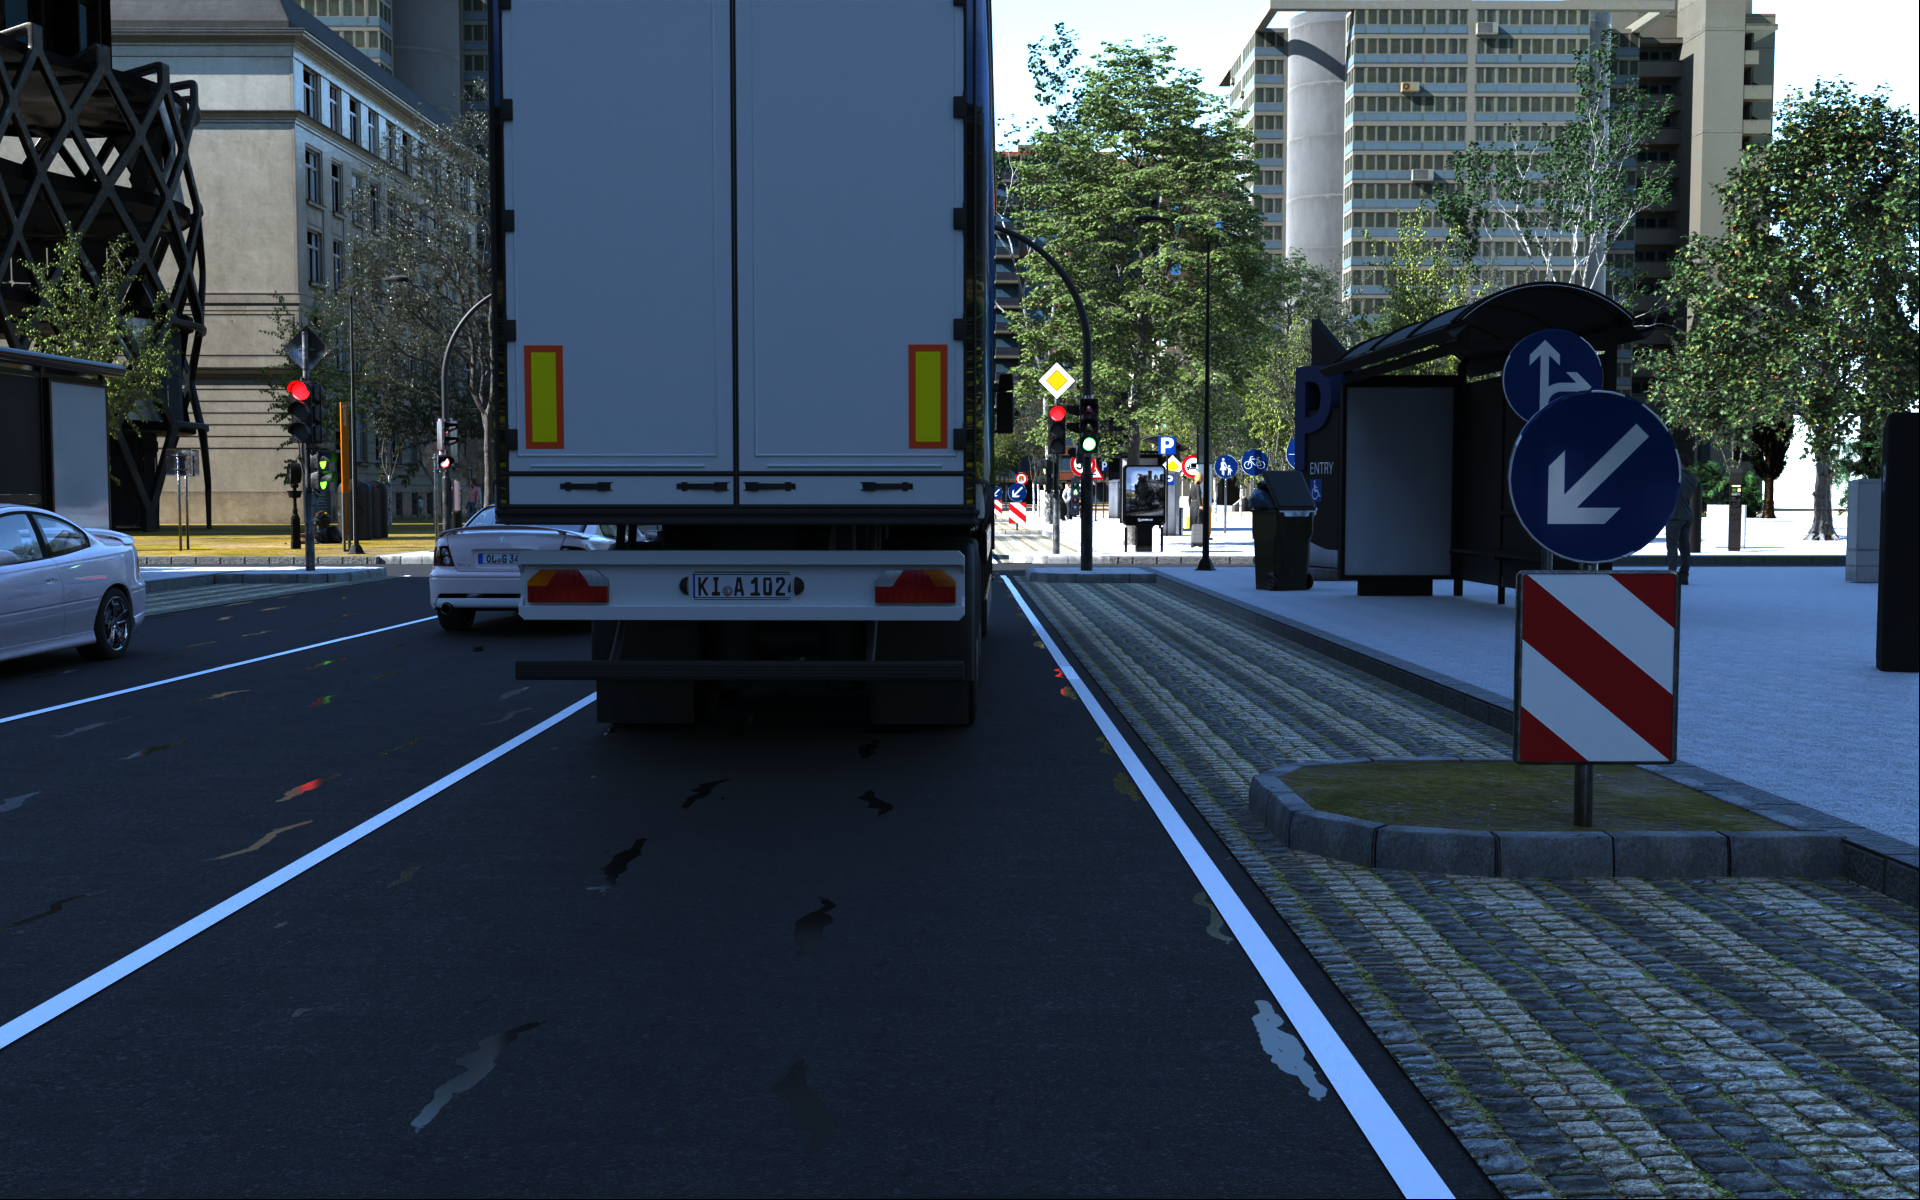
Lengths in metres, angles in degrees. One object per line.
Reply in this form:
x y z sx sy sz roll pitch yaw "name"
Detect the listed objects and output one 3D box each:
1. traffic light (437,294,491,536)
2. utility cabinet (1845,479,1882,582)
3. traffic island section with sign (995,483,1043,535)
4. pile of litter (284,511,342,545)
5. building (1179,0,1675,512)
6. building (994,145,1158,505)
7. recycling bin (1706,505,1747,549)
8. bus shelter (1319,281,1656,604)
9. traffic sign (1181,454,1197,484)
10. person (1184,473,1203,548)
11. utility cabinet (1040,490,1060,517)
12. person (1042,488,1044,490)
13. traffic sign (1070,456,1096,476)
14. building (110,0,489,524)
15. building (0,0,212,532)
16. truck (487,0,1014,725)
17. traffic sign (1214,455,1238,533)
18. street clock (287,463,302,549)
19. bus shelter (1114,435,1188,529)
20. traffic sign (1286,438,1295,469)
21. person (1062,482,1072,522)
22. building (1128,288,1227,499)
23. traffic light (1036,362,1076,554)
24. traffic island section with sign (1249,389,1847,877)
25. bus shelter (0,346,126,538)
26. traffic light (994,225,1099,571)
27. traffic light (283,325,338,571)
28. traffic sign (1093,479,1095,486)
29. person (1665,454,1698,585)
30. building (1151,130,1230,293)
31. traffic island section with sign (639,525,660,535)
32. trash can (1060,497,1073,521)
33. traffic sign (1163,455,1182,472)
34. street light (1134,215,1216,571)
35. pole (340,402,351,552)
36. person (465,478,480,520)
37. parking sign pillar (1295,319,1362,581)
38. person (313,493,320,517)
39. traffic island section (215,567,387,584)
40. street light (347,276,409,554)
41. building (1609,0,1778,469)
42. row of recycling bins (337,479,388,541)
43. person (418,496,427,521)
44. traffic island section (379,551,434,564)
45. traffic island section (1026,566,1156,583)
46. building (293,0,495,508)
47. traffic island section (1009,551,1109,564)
-8.828 -3.808 36.921 4.771 5.953 1.251 0 4 0 "traffic light"
13.484 -1.002 25.065 1.173 1.500 0.318 0 4 -1 "utility cabinet"
1.906 -3.246 61.692 1.989 1.847 2.006 0 4 0 "traffic island section with sign"
-16.754 -1.889 44.856 1.176 0.858 1.719 3 5 40 "pile of litter"
33.841 -26.983 133.055 32.217 40.220 23.993 0 4 0 "building"
9.763 -34.572 219.880 28.867 44.769 22.147 0 4 0 "building"
18.144 -1.741 41.016 0.722 1.027 0.722 1 4 8 "recycling bin"
5.582 -1.551 19.284 2.014 3.302 5.546 0 4 0 "bus shelter"
7.507 -3.404 55.755 0.768 2.556 0.104 0 4 7 "traffic sign"
5.697 -2.171 41.751 0.699 1.804 1.509 1 4 13 "person"
4.927 -5.340 95.988 1.173 1.500 0.318 1 4 18 "utility cabinet"
6.552 -7.713 132.941 0.721 1.735 1.217 0 4 -7 "person"
3.650 -3.137 51.401 0.768 2.556 0.104 0 4 4 "traffic sign"
-35.493 -15.564 87.758 16.112 22.955 30.059 0 4 0 "building"
-35.266 -11.704 58.806 16.820 18.784 16.811 0 4 0 "building"
-0.957 -1.537 14.045 2.839 4.237 11.283 0 4 1 "truck"
8.678 -3.454 56.585 0.768 2.556 0.104 0 4 2 "traffic sign"
-15.564 -2.200 40.536 0.358 2.002 0.471 -2 4 -35 "street clock"
6.746 -4.154 61.839 2.014 3.302 5.546 0 4 -1 "bus shelter"
7.504 -2.312 37.913 0.768 2.556 0.104 0 4 5 "traffic sign"
5.050 -4.585 80.852 0.661 1.843 0.795 -2 4 -31 "person"
30.879 -19.264 160.007 27.650 21.520 28.899 0 4 0 "building"
2.042 -2.939 36.980 0.839 4.253 0.868 0 4 0 "traffic light"
2.305 0.077 7.374 1.989 1.847 2.006 0 4 0 "traffic island section with sign"
-14.503 -2.811 23.586 2.179 5.291 8.768 0 4 0 "bus shelter"
0.008 -3.313 28.839 4.771 5.953 1.251 0 4 0 "traffic light"
-10.861 -2.444 28.886 0.839 4.253 0.868 0 4 0 "traffic light"
8.377 -6.807 111.304 0.884 2.594 0.081 0 4 6 "traffic sign"
10.103 -1.142 24.523 0.655 1.846 0.447 -2 4 -33 "person"
31.324 -34.626 216.239 14.200 45.320 14.600 0 4 0 "building"
-10.811 -3.252 61.800 1.989 1.847 2.006 0 4 0 "traffic island section with sign"
5.107 -4.377 83.216 0.748 1.137 0.748 0 3 0 "trash can"
7.156 -3.576 58.208 0.795 2.593 0.064 0 4 8 "traffic sign"
3.597 -3.453 28.993 1.470 5.913 1.316 0 4 0 "street light"
-13.677 -2.734 38.539 0.158 3.312 0.155 0 3 0 "pole"
-16.481 -3.208 58.499 0.555 1.821 0.388 1 4 22 "person"
5.549 -2.302 26.111 1.447 3.967 1.447 -1 4 -18 "parking sign pillar"
-24.892 -3.707 66.825 0.511 1.800 0.466 2 4 28 "person"
-10.901 -0.412 29.020 2.009 0.180 2.903 0 4 0 "traffic island section"
-12.408 -3.941 36.975 1.470 5.913 1.316 0 4 0 "street light"
63.837 -33.009 163.395 21.600 48.544 21.300 0 4 0 "building"
-17.040 -2.582 49.334 1.069 1.692 3.534 -1 4 -8 "row of recycling bins"
-25.751 -4.391 82.847 0.382 1.210 0.505 0 4 7 "person"
-10.959 -0.901 37.005 2.009 0.180 2.903 0 4 0 "traffic island section"
2.140 -0.418 29.109 2.009 0.180 2.903 0 4 0 "traffic island section"
-43.853 -26.398 123.492 32.217 40.220 23.993 0 4 0 "building"
2.082 -0.906 37.094 2.009 0.180 2.903 0 4 0 "traffic island section"
